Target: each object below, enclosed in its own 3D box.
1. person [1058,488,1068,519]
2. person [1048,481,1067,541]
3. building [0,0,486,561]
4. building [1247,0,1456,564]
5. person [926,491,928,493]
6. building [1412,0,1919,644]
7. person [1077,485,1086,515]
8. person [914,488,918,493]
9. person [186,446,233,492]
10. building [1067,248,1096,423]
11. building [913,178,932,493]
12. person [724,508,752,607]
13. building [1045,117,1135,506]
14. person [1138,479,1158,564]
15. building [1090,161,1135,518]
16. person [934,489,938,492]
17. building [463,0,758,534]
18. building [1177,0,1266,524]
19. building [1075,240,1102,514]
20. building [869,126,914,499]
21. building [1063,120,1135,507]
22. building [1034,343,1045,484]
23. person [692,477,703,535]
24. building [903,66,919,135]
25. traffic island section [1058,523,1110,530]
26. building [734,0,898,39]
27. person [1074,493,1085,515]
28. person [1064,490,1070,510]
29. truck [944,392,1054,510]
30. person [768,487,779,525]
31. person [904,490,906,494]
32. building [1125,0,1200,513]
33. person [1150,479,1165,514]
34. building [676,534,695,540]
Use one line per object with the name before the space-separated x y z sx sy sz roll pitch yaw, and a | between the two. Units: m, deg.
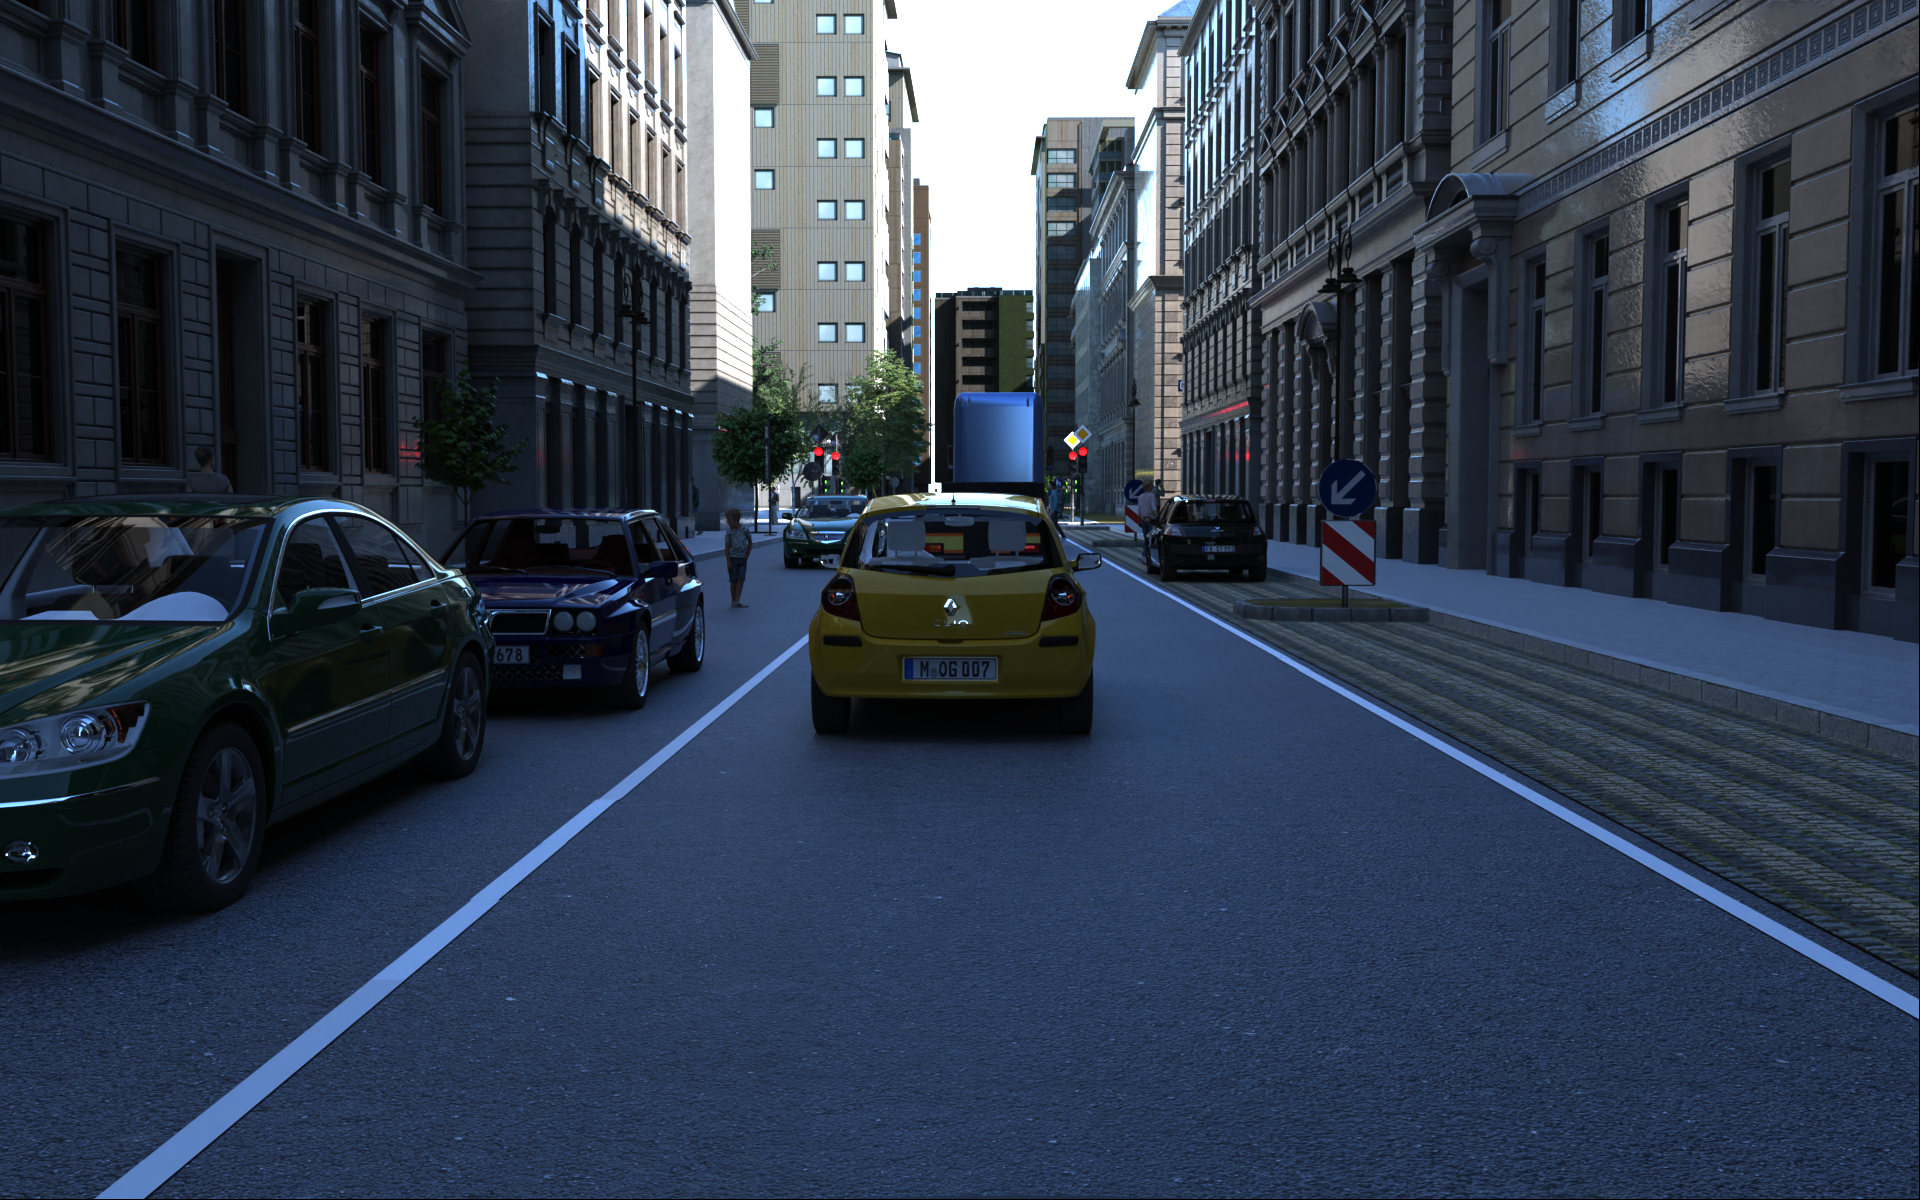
person | 5.816 -5.463 97.991 0.590 1.801 0.661 -1 4 -23
person | 2.910 -2.674 52.241 0.620 1.820 0.660 0 4 -4
building | -14.286 -11.361 21.917 11.583 22.565 21.152 0 4 1
building | 13.278 -12.915 40.038 11.050 23.489 19.941 0 4 1
person | -3.920 -12.717 214.784 0.721 1.723 1.217 2 4 26
building | 14.512 -14.310 19.867 13.634 28.700 20.117 0 4 1
person | 7.259 -6.001 104.115 0.822 1.834 0.622 -3 5 -39
person | -2.327 -5.330 95.913 0.573 1.790 0.520 -3 4 -38
person | -7.787 -0.715 18.079 0.599 1.781 0.374 -3 4 -38
building | 15.895 -18.291 140.855 13.314 21.916 24.055 0 4 1
building | -11.237 -36.332 244.132 14.200 45.320 14.600 0 4 1
person | -2.810 -0.537 21.971 0.332 1.250 0.352 1 4 22
building | 16.339 -31.033 190.984 14.154 41.232 14.086 0 4 1
person | 3.818 -1.590 35.167 0.731 1.740 0.598 3 5 40
building | 13.970 -16.207 101.138 11.583 22.565 21.152 0 4 1
person | -1.787 -7.394 129.205 0.447 1.846 0.655 0 4 -4
building | -17.165 -13.152 64.178 18.267 20.994 9.793 0 4 1
building | 13.256 -12.846 59.184 9.793 20.994 18.267 0 4 1
building | 13.649 -16.241 120.295 10.420 20.320 16.860 0 4 1
building | -12.370 -30.856 188.086 14.154 41.232 14.086 0 4 1
building | 25.668 -29.331 171.450 32.217 40.220 23.993 0 4 1
building | 23.313 -22.511 213.100 27.650 21.520 28.899 0 4 1
person | -8.282 -2.911 53.617 0.713 1.824 0.794 -2 4 -30
building | -19.236 -38.167 213.264 27.495 52.752 28.713 0 4 1
traffic island section | 4.948 -2.908 69.833 2.009 0.180 2.903 0 4 1
building | -20.845 -35.322 166.747 28.713 52.752 27.495 0 4 1
person | 7.254 -6.103 105.926 0.767 1.812 0.694 2 4 26
person | 8.429 -7.974 136.668 0.600 1.795 0.529 -1 4 -18
truck | 0.744 -3.081 40.128 2.967 4.110 18.799 0 4 3
person | -8.126 -4.046 75.196 0.519 1.759 0.362 2 4 29
person | -5.761 -10.489 178.248 0.721 1.735 1.217 -1 4 -12
building | 21.009 -17.529 83.855 25.104 27.353 12.463 0 4 1
person | 6.827 -3.292 60.050 0.473 1.802 0.592 -1 4 -9
building | -12.628 -11.772 41.616 9.793 20.994 18.267 0 4 1
